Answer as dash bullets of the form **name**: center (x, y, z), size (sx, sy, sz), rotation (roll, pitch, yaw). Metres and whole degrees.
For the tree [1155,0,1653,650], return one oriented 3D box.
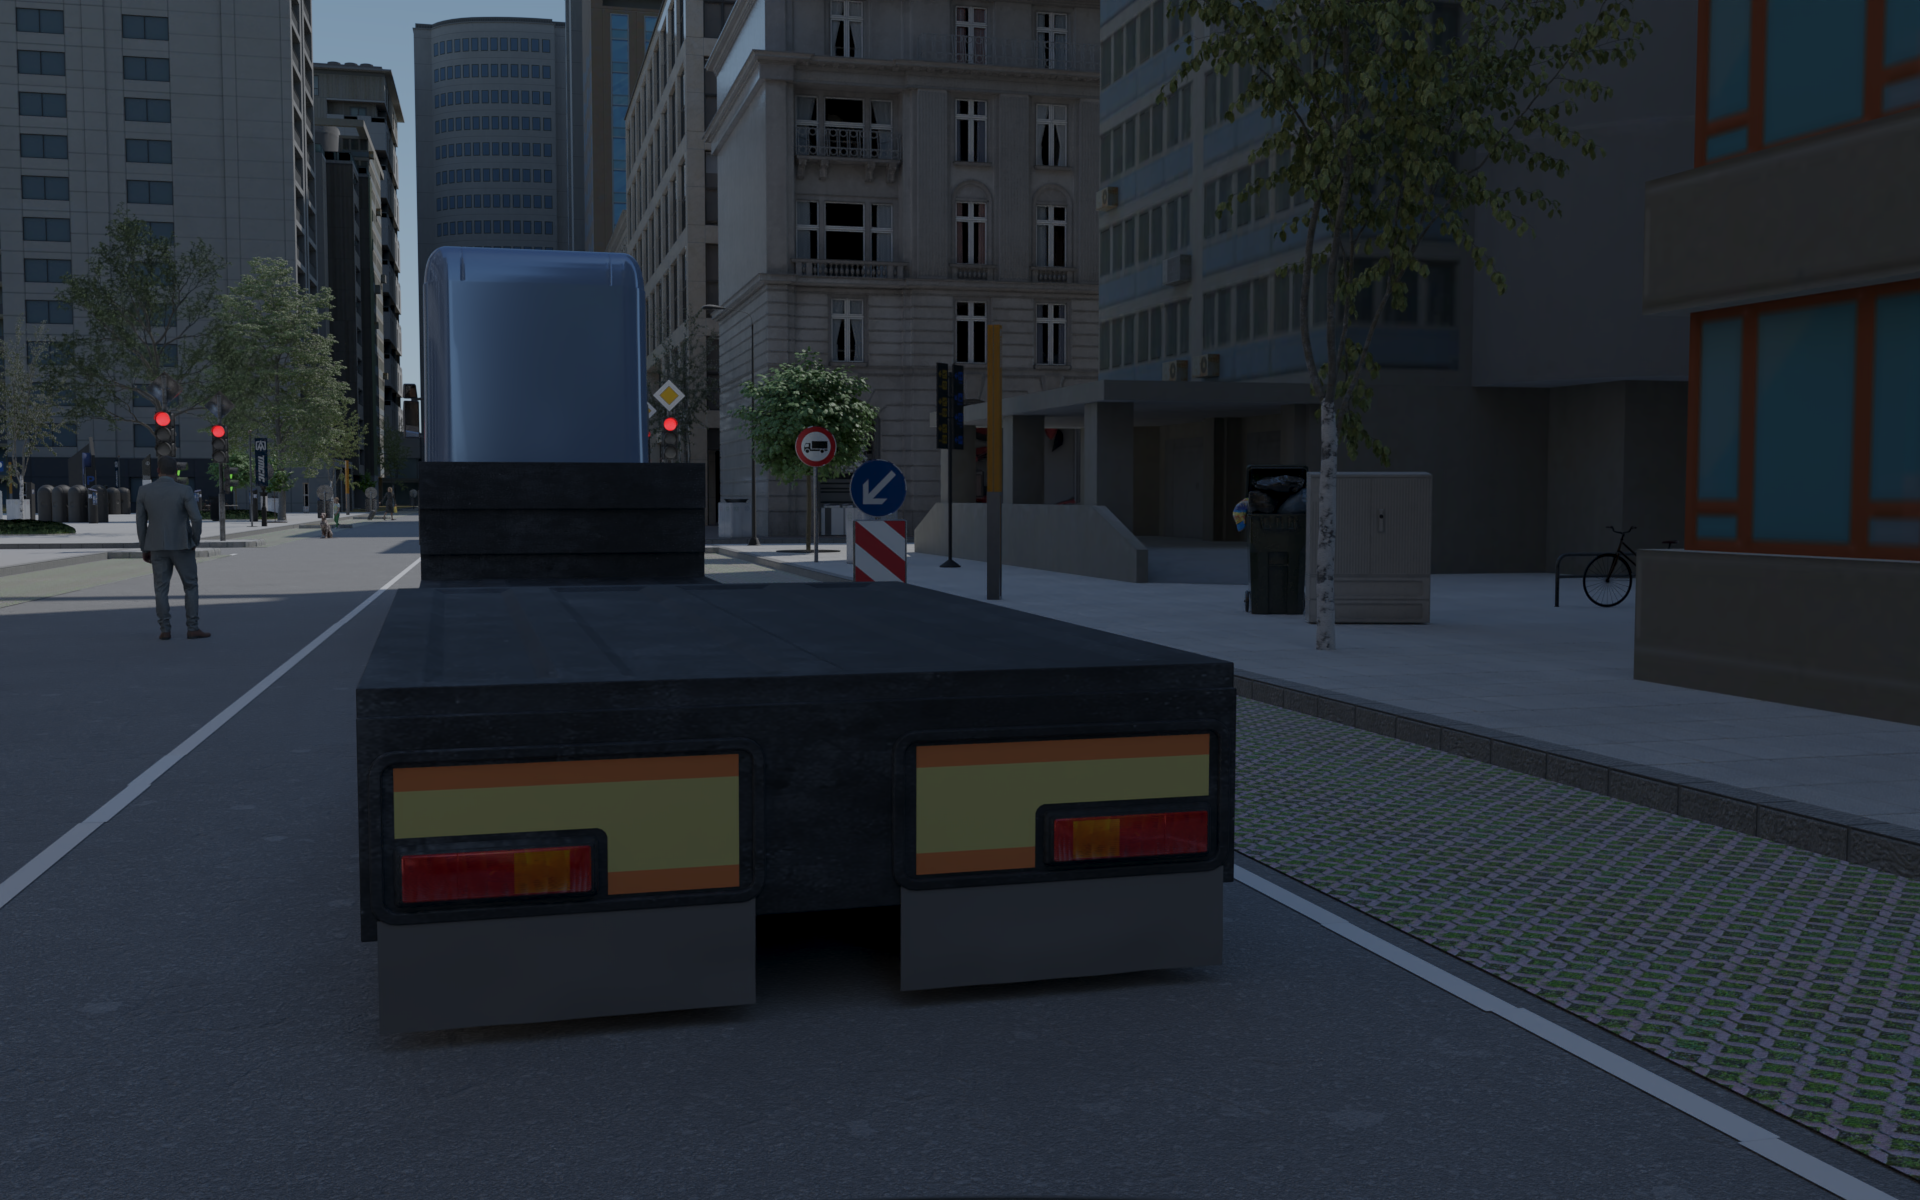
- **tree**: center (3.257, -3.895, 14.045), size (4.737, 8.622, 4.395), rotation (0, 3, 0)

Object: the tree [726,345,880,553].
- **tree**: center (-3.441, -3.336, 38.263), size (4.285, 4.588, 4.351), rotation (0, 3, 0)

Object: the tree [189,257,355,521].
- **tree**: center (-33.161, -10.124, 83.658), size (7.486, 12.596, 7.792), rotation (0, 3, 0)

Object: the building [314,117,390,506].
- **building**: center (-70.062, -29.399, 172.562), size (23.993, 40.220, 32.217), rotation (-1, 4, -15)

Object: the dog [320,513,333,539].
- **dog**: center (-20.392, -2.397, 56.026), size (0.513, 0.831, 0.800), rotation (3, 5, 42)

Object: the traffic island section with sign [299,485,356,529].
- **traffic island section with sign**: center (-26.510, -3.902, 72.433), size (1.989, 1.847, 2.006), rotation (-1, 4, -15)

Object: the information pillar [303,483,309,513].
- **information pillar**: center (-43.415, -6.756, 114.954), size (0.304, 2.012, 0.304), rotation (-3, 4, -36)

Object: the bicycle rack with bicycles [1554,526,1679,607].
- **bicycle rack with bicycles**: center (8.096, -0.346, 19.041), size (2.925, 0.926, 2.852), rotation (-1, 4, -18)

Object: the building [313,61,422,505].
- **building**: center (-80.037, -38.016, 210.792), size (27.495, 52.752, 28.713), rotation (-1, 4, -15)

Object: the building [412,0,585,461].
- **building**: center (-51.994, -41.071, 213.515), size (28.212, 58.520, 21.231), rotation (-1, 4, -15)

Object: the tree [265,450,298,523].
- **tree**: center (-30.516, -5.042, 77.030), size (1.663, 3.219, 1.824), rotation (0, 3, 0)

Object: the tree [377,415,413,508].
- **tree**: center (-52.024, -12.733, 158.551), size (4.737, 8.622, 4.395), rotation (0, 3, 0)

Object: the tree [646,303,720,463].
- **tree**: center (-10.736, -7.069, 65.940), size (4.360, 8.622, 3.978), rotation (0, 3, 0)

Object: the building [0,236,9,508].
- **building**: center (-96.820, -31.536, 170.233), size (28.867, 44.769, 22.147), rotation (-1, 4, -15)

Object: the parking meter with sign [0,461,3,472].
- **parking meter with sign**: center (-51.594, -5.884, 92.457), size (0.543, 3.016, 1.738), rotation (-3, 5, -44)

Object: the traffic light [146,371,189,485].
- **traffic light**: center (-18.125, -3.100, 39.600), size (0.839, 4.253, 0.868), rotation (-1, 4, -15)

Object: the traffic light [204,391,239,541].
- **traffic light**: center (-20.171, -3.572, 47.319), size (0.839, 4.253, 0.868), rotation (-1, 4, -15)

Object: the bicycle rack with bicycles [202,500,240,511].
- **bicycle rack with bicycles**: center (-44.253, -5.461, 102.667), size (2.852, 0.926, 2.925), rotation (3, 4, 38)

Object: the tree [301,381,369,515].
- **tree**: center (-39.226, -9.652, 108.178), size (4.737, 8.622, 4.395), rotation (0, 3, 0)

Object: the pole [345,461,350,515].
- **pole**: center (-37.275, -6.821, 105.366), size (0.158, 3.312, 0.155), rotation (0, 3, 0)

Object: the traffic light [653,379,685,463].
- **traffic light**: center (-7.146, -3.278, 42.515), size (0.839, 4.253, 0.868), rotation (-1, 4, -15)

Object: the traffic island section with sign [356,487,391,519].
- **traffic island section with sign**: center (-33.419, -5.496, 98.492), size (1.989, 1.847, 2.006), rotation (-1, 4, -15)

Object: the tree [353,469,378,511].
- **tree**: center (-45.006, -8.387, 131.730), size (1.663, 3.219, 1.824), rotation (0, 3, 0)

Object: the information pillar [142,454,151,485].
- **information pillar**: center (-47.330, -6.698, 100.868), size (0.504, 3.616, 0.183), rotation (0, 3, 0)

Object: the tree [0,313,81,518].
- **tree**: center (-38.507, -7.393, 71.241), size (4.360, 8.622, 3.978), rotation (0, 3, 0)

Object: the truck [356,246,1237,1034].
- **truck**: center (-3.009, -1.457, 13.574), size (2.967, 4.110, 18.799), rotation (-1, 4, -16)

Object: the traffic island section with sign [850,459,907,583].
- **traffic island section with sign**: center (-1.219, -0.720, 20.397), size (1.989, 1.847, 2.006), rotation (-1, 4, -15)

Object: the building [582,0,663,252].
- **building**: center (-23.657, -30.169, 143.374), size (14.600, 45.320, 14.200), rotation (-1, 4, -15)

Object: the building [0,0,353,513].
- **building**: center (-55.723, -42.007, 125.061), size (20.563, 71.187, 20.611), rotation (-1, 4, -15)

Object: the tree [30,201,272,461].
- **tree**: center (-26.222, -7.446, 56.163), size (7.601, 10.594, 8.767), rotation (-2, 4, -30)

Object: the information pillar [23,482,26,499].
- **information pillar**: center (-59.026, -6.413, 109.349), size (0.304, 2.012, 0.304), rotation (-1, 4, -11)

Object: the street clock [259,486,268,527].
- **street clock**: center (-27.513, -3.907, 68.445), size (0.358, 2.002, 0.471), rotation (-1, 4, -11)

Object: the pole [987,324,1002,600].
- **pole**: center (0.419, -1.659, 20.968), size (0.158, 3.312, 0.155), rotation (0, 3, 0)

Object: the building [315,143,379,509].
- **building**: center (-56.623, -22.796, 144.417), size (14.160, 30.474, 14.107), rotation (-1, 4, -15)

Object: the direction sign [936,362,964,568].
- **direction sign**: center (-0.171, -2.338, 30.228), size (0.379, 3.537, 0.876), rotation (2, 4, 31)

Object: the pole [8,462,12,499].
- **pole**: center (-60.706, -7.150, 110.746), size (0.158, 3.312, 0.155), rotation (0, 3, 0)

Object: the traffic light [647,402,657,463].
- **traffic light**: center (-9.192, -3.750, 50.235), size (0.839, 4.253, 0.868), rotation (-1, 4, -15)

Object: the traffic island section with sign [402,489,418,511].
- **traffic island section with sign**: center (-46.036, -8.409, 146.121), size (1.989, 1.847, 2.006), rotation (-1, 4, -15)

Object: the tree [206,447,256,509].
- **tree**: center (-45.992, -7.711, 109.791), size (4.285, 4.588, 4.351), rotation (0, 3, 0)
